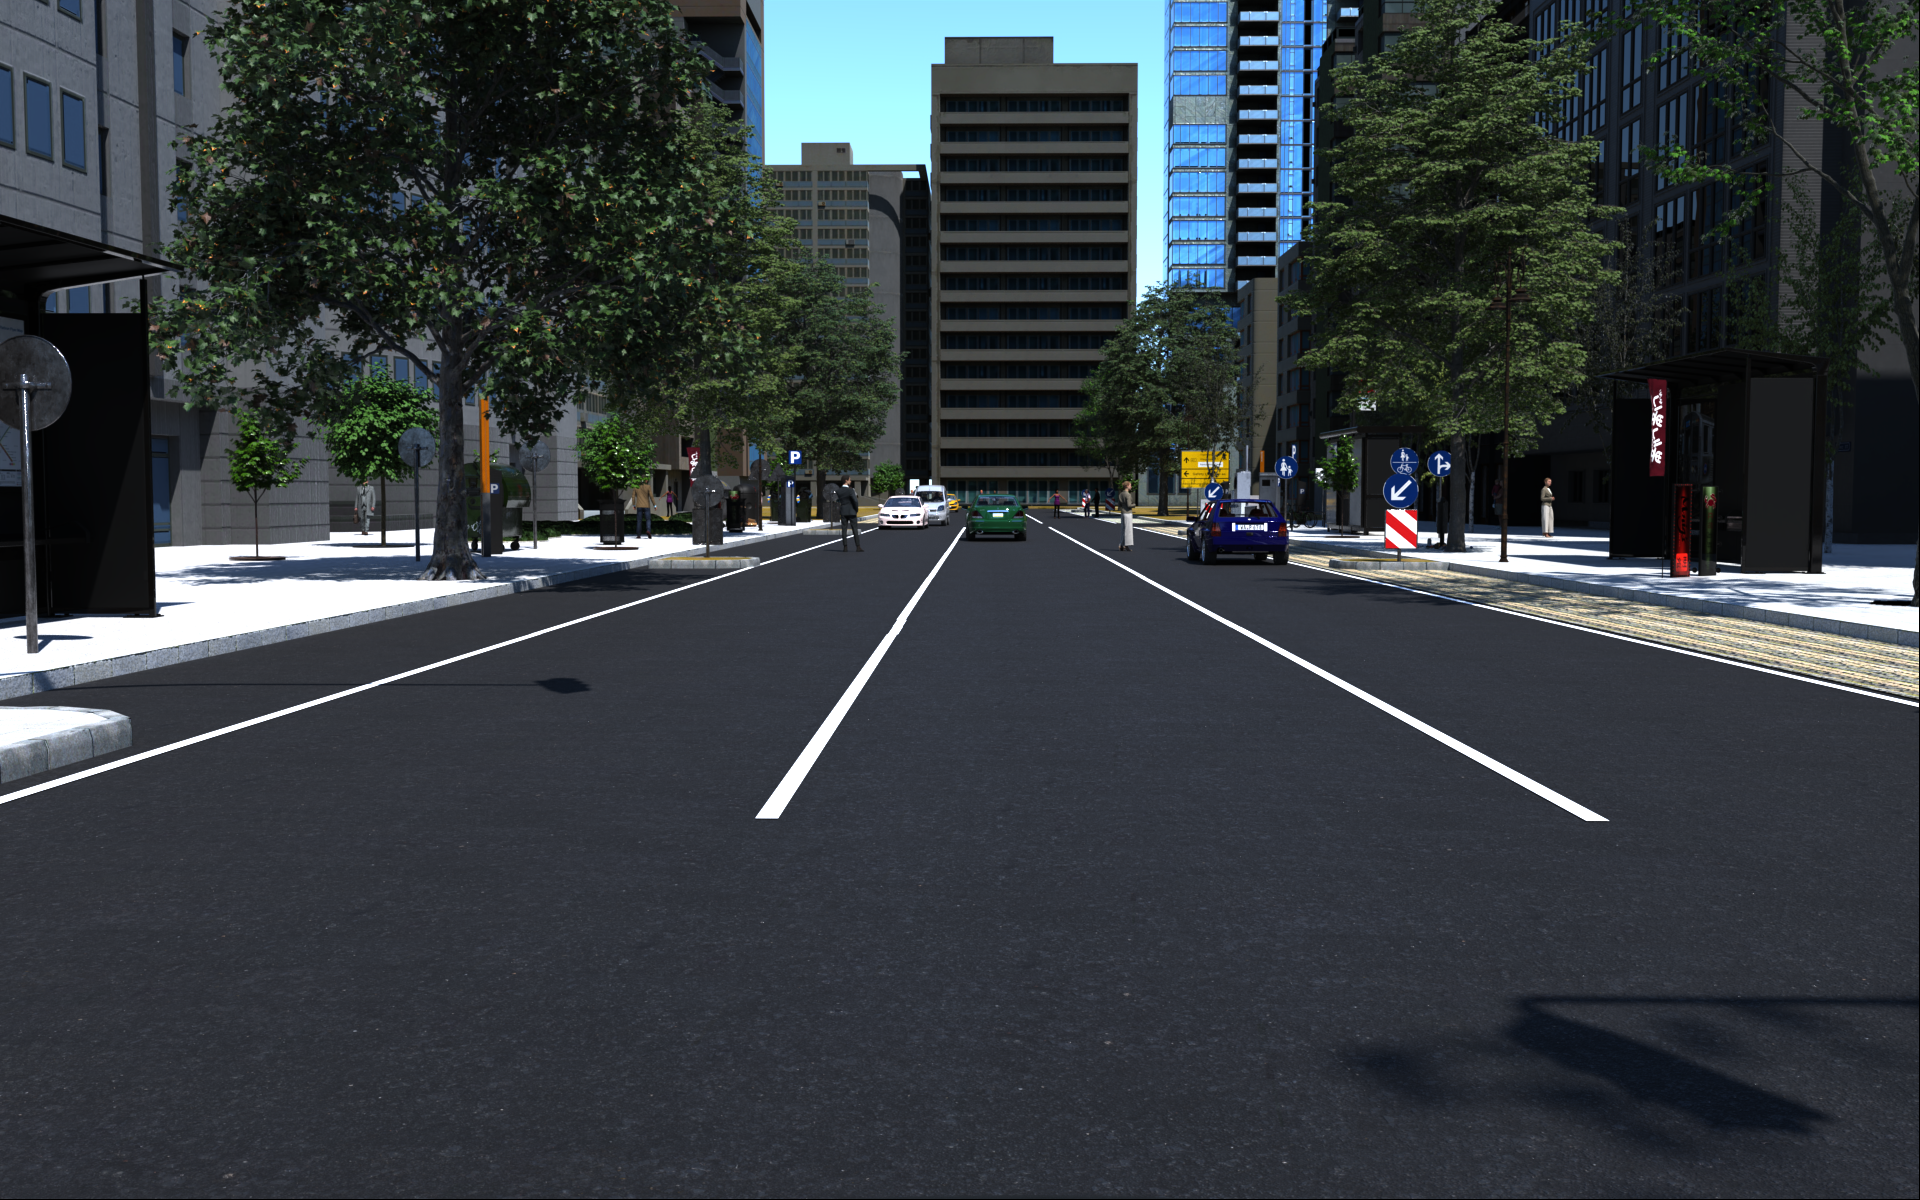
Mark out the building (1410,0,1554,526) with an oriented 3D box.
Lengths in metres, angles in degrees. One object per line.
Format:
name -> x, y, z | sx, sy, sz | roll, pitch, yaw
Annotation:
building -> 27.924, -15.048, 75.706 | 12.332, 23.373, 15.834 | 0, 4, 1

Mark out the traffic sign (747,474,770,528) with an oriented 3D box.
traffic sign -> -7.679, -4.043, 66.110 | 0.884, 2.594, 0.081 | 0, 4, 2

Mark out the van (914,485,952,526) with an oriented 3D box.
van -> -1.365, -4.403, 79.001 | 2.013, 2.044, 4.112 | 0, 4, 2

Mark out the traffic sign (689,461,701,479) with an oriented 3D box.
traffic sign -> -8.886, -3.642, 59.554 | 0.884, 2.594, 0.081 | 0, 4, 8

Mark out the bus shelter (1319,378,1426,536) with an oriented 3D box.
bus shelter -> 13.290, -4.880, 57.419 | 2.179, 5.291, 8.768 | 0, 4, 1

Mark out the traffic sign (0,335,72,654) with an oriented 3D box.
traffic sign -> -7.479, -0.843, 13.890 | 0.768, 2.556, 0.104 | 0, 4, 7

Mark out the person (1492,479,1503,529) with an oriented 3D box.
person -> 19.670, -3.492, 63.106 | 0.580, 1.828, 0.573 | 3, 5, 41

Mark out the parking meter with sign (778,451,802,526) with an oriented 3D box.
parking meter with sign -> -6.953, -4.521, 70.184 | 0.543, 3.016, 1.738 | -2, 4, -24

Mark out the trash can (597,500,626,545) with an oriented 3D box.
trash can -> -8.794, -1.965, 43.775 | 0.748, 1.137, 0.748 | 0, 3, 0

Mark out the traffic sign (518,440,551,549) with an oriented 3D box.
traffic sign -> -9.912, -2.461, 40.348 | 0.768, 2.556, 0.104 | 0, 4, 3

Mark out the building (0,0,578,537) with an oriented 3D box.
building -> -29.236, -32.201, 68.486 | 21.231, 58.520, 28.212 | 0, 4, 1

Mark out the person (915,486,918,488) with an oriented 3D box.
person -> -2.241, -5.076, 91.124 | 0.705, 1.869, 1.348 | -1, 4, -10

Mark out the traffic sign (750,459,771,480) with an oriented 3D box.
traffic sign -> -7.239, -3.833, 62.781 | 0.768, 2.556, 0.104 | 1, 4, 8

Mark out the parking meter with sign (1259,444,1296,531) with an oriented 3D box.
parking meter with sign -> 10.950, -3.975, 61.258 | 1.738, 3.016, 0.543 | 2, 4, 27

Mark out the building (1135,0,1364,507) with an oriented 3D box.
building -> 34.041, -53.457, 186.686 | 31.000, 86.520, 22.319 | 0, 4, 1

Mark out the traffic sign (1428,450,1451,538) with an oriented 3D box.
traffic sign -> 14.071, -3.096, 50.729 | 0.768, 2.556, 0.104 | 1, 4, 9

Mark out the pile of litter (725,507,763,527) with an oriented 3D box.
pile of litter -> -8.498, -3.317, 68.205 | 1.719, 0.858, 1.176 | -1, 4, -12

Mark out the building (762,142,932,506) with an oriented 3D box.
building -> -14.967, -30.716, 194.084 | 23.993, 40.220, 32.217 | 0, 4, 1

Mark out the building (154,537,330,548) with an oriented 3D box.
building -> -28.139, -29.989, 32.319 | 21.231, 58.520, 28.212 | 0, 4, 1

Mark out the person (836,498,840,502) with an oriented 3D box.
person -> -9.328, -7.725, 133.051 | 1.217, 1.736, 0.721 | 1, 4, 16

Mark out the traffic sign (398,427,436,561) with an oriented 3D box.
traffic sign -> -10.330, -2.008, 32.929 | 0.768, 2.556, 0.104 | 1, 4, 9

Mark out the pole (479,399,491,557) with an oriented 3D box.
pole -> -9.671, -2.533, 35.257 | 0.158, 3.312, 0.155 | 0, 3, 0

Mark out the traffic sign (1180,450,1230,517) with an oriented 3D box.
traffic sign -> 11.396, -5.303, 80.574 | 2.265, 3.308, 0.079 | 0, 4, 6

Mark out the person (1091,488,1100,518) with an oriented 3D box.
person -> 8.320, -5.946, 105.743 | 0.705, 1.821, 1.348 | 2, 4, 24

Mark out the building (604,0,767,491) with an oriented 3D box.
building -> -23.886, -30.067, 141.701 | 14.200, 45.320, 14.600 | 0, 4, 1

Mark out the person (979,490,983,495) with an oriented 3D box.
person -> 1.705, -7.902, 138.242 | 0.990, 1.755, 0.434 | 2, 4, 35

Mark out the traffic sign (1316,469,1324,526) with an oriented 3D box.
traffic sign -> 14.439, -4.082, 68.869 | 0.606, 2.300, 0.079 | 1, 4, 10

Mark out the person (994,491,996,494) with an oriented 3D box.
person -> 3.212, -9.176, 159.042 | 1.217, 1.766, 0.721 | -1, 4, -14

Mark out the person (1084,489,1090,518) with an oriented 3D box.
person -> 7.433, -5.643, 101.701 | 0.436, 1.711, 0.756 | 0, 4, -1

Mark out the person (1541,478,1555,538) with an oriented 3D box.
person -> 17.364, -2.724, 51.127 | 0.362, 1.759, 0.519 | 3, 5, 41

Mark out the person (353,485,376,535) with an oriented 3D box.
person -> -18.586, -2.927, 54.000 | 0.694, 1.812, 0.767 | 0, 4, -4

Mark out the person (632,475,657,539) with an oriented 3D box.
person -> -9.051, -2.675, 49.689 | 0.656, 1.842, 0.836 | -2, 4, -31

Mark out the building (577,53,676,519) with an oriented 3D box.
building -> -33.254, -24.719, 96.039 | 32.217, 40.220, 23.993 | 0, 4, 1

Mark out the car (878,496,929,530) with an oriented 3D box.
car -> -2.297, -3.604, 71.286 | 2.083, 1.381, 4.827 | 0, 4, 3

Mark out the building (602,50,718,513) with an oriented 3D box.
building -> -24.320, -21.010, 115.212 | 14.160, 30.474, 14.107 | 0, 4, 1

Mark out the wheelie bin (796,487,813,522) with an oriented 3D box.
wheelie bin -> -7.047, -4.307, 78.333 | 0.693, 1.594, 0.980 | 1, 4, 18

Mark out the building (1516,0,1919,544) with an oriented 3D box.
building -> 28.394, -15.999, 55.089 | 14.314, 27.812, 24.014 | 0, 4, 1

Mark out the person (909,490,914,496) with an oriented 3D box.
person -> -3.531, -7.354, 129.283 | 0.434, 1.755, 0.990 | 2, 4, 35

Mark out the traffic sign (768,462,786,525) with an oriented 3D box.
traffic sign -> -7.460, -4.353, 71.182 | 0.884, 2.594, 0.081 | 0, 4, 3

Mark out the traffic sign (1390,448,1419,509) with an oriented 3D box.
traffic sign -> 12.186, -2.903, 47.569 | 0.768, 2.556, 0.104 | 0, 4, 2

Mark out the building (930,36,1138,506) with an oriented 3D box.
building -> 7.740, -34.513, 187.992 | 21.600, 48.544, 21.300 | 0, 4, 1

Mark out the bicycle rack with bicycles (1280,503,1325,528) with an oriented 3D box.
bicycle rack with bicycles -> 12.698, -3.236, 66.284 | 2.852, 0.926, 2.925 | -2, 4, -31

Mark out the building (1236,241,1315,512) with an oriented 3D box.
building -> 37.177, -17.607, 132.920 | 27.650, 21.520, 28.899 | 0, 4, 1

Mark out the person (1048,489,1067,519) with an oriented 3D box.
person -> 5.677, -5.614, 100.975 | 1.217, 1.739, 0.721 | -1, 4, -16

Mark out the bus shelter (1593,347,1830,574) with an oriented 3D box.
bus shelter -> 13.169, -2.419, 30.835 | 1.731, 3.624, 6.357 | 0, 4, 1

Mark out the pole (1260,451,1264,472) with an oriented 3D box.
pole -> 14.208, -5.360, 81.486 | 0.158, 3.312, 0.155 | 0, 3, 0

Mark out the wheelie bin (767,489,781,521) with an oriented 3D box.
wheelie bin -> -8.545, -4.480, 81.160 | 0.980, 1.594, 0.693 | -1, 4, -12

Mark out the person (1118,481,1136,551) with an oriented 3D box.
person -> 4.215, -2.107, 43.501 | 0.362, 1.759, 0.519 | -2, 4, -26

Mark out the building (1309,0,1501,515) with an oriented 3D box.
building -> 29.537, -20.754, 111.028 | 14.160, 30.474, 14.107 | 0, 4, 1

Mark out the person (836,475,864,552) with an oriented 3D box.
person -> -2.750, -2.153, 43.056 | 0.648, 1.900, 0.474 | 1, 4, 21

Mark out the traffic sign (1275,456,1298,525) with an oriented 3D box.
traffic sign -> 10.911, -3.539, 57.970 | 0.768, 2.556, 0.104 | 0, 4, 4

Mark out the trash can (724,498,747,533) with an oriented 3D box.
trash can -> -7.484, -2.822, 57.795 | 0.748, 1.137, 0.748 | 0, 3, 0

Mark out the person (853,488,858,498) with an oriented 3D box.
person -> -8.494, -7.955, 136.844 | 1.217, 1.736, 0.721 | -3, 5, -43

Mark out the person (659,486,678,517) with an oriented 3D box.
person -> -16.374, -5.546, 97.407 | 1.217, 1.739, 0.721 | -3, 5, -39

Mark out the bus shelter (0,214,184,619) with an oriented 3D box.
bus shelter -> -8.906, -1.445, 14.904 | 1.731, 3.624, 6.357 | 0, 4, 1
